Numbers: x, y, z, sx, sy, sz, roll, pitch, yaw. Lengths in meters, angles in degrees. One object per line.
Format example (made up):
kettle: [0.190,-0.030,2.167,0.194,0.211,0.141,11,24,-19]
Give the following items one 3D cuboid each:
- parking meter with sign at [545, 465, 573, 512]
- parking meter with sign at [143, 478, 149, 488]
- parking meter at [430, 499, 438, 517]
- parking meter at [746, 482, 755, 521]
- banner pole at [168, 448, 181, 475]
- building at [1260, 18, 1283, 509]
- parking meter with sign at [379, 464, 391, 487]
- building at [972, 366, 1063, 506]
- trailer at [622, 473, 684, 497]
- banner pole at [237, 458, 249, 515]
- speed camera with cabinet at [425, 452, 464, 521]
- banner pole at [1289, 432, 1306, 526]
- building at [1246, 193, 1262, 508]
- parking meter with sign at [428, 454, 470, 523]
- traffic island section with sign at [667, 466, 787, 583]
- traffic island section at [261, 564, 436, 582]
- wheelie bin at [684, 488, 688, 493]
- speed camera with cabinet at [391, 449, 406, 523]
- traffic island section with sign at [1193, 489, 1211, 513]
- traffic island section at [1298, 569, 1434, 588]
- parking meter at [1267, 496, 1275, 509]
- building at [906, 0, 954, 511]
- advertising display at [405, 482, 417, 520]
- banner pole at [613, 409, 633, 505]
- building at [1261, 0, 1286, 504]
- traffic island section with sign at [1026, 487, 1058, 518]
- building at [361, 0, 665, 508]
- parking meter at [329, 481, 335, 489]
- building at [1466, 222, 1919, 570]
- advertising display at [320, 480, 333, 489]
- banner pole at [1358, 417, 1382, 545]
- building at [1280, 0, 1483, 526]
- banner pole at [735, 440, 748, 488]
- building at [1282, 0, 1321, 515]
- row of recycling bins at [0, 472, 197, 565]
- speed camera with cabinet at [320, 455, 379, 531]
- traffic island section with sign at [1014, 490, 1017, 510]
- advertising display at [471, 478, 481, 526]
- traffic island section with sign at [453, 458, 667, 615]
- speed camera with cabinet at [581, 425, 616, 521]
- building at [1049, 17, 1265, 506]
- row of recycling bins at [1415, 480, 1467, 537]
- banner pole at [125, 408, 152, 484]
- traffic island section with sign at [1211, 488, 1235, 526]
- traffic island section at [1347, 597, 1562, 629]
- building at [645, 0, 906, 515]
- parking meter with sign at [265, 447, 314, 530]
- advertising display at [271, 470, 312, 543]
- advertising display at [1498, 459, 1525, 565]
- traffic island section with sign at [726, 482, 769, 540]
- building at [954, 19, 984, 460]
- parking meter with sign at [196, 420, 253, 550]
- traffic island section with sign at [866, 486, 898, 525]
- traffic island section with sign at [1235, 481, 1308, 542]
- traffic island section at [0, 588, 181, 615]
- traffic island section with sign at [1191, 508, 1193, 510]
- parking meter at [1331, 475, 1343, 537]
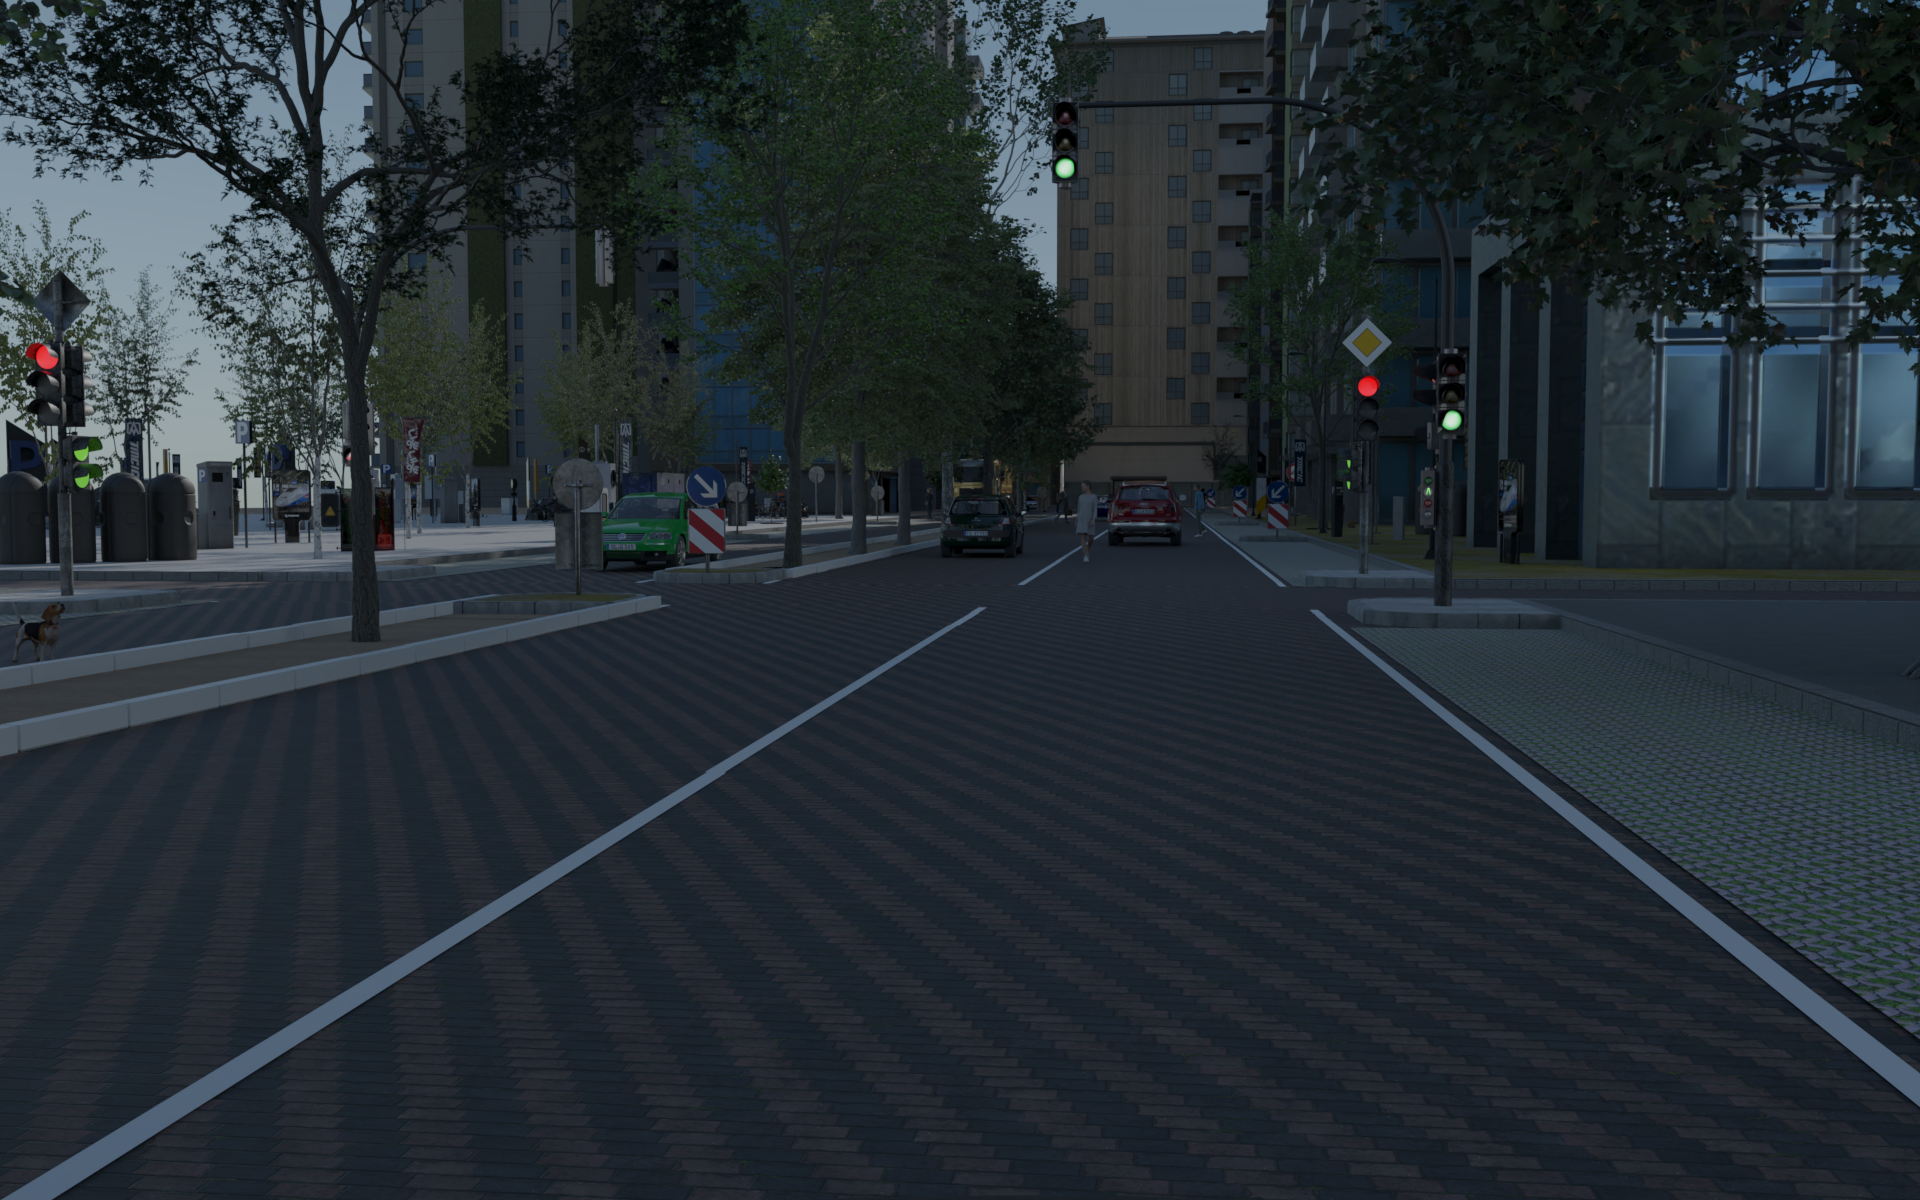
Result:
parking meter with sign: [-23.734,-6.518,102.828,1.738,3.016,0.543,2,4,26]
parking meter with sign: [-39.252,-5.343,83.612,1.738,3.016,0.543,-2,4,-23]
parking meter: [-30.122,-5.709,99.055,0.399,1.863,0.255,0,4,2]
parking meter: [-9.839,-4.629,81.388,0.399,1.863,0.255,-2,4,-28]
banner pole: [-43.095,-6.418,94.959,0.401,3.779,0.863,3,4,38]
building: [34.005,-30.750,152.872,14.600,45.320,14.200,0,4,7]
parking meter with sign: [-33.740,-6.433,101.447,0.543,3.016,1.738,-2,4,-29]
building: [-3.049,-21.972,204.273,28.899,21.520,27.650,0,4,7]
trailer: [-8.472,-2.445,47.030,1.471,1.999,3.904,0,4,7]
banner pole: [-43.961,-7.094,105.995,0.401,3.779,0.863,1,4,19]
speed camera with cabinet: [-24.605,-5.399,82.608,0.660,3.252,2.038,2,4,26]
banner pole: [13.470,-4.859,69.469,0.863,3.779,0.401,0,4,3]
building: [34.782,-24.205,167.460,14.160,30.474,14.107,0,4,7]
parking meter with sign: [-22.434,-4.883,76.094,0.543,3.016,1.738,3,5,43]
traffic island section with sign: [-4.036,-1.261,28.749,2.006,1.907,1.989,0,4,7]
traffic island section: [-10.366,-0.463,29.847,2.009,0.180,2.903,0,4,7]
wheelie bin: [-13.877,-4.796,86.329,0.980,1.594,0.693,2,4,27]
speed camera with cabinet: [-25.261,-5.077,77.348,0.660,3.252,2.038,-2,4,-34]
traffic island section with sign: [18.566,-7.358,128.936,1.989,1.847,2.006,0,4,7]
traffic island section: [6.506,-0.340,27.839,2.009,0.180,2.903,0,4,7]
parking meter: [15.156,-4.644,84.332,0.372,1.533,0.369,0,3,0]
building: [-12.605,-36.173,133.434,21.231,58.520,28.212,0,4,7]
advertising display: [-27.181,-4.914,85.555,0.123,1.923,0.974,1,4,18]
banner pole: [-9.921,-3.719,50.829,0.863,3.779,0.401,2,4,27]
building: [34.418,-29.115,130.652,22.147,44.769,28.867,0,4,7]
traffic island section with sign: [4.845,-5.824,103.363,2.006,1.907,1.989,0,4,7]
building: [-42.971,-38.552,172.330,28.212,58.520,21.231,0,4,7]
parking meter: [-28.041,-4.383,77.380,0.255,1.863,0.399,-1,4,-17]
building: [27.663,-44.267,36.429,31.000,86.520,22.319,0,4,7]
advertising display: [-30.140,-4.706,82.160,0.974,1.923,0.123,0,4,-6]
banner pole: [10.407,-3.318,44.272,0.401,3.779,0.863,-2,4,-25]
building: [27.607,-28.155,79.935,23.786,49.044,30.456,0,4,7]
banner pole: [-10.202,-5.541,80.604,0.863,3.779,0.401,-3,5,-44]
building: [27.485,-26.040,109.343,14.154,41.232,14.086,0,4,7]
row of recycling bins: [-16.247,-1.563,32.669,3.534,1.692,1.069,-3,5,-44]
speed camera with cabinet: [-21.503,-4.066,60.821,2.038,3.252,0.660,-1,4,-10]
traffic island section with sign: [5.269,-9.149,158.215,1.989,1.847,2.006,0,4,7]
advertising display: [-19.334,-3.913,69.198,0.123,1.923,0.974,-2,4,-30]
traffic island section with sign: [-4.922,-0.811,21.395,2.006,1.907,1.989,0,4,7]
speed camera with cabinet: [-10.162,-3.326,48.716,0.660,3.252,2.038,0,4,1]
building: [24.954,-37.357,200.025,27.495,52.752,28.713,0,4,7]
row of recycling bins: [15.110,-2.852,53.735,1.069,1.692,3.534,0,4,-6]
banner pole: [-23.782,-3.687,50.307,0.863,3.779,0.401,-2,4,-30]
traffic island section with sign: [12.627,-4.306,79.030,1.989,1.847,2.006,0,4,7]
traffic island section: [5.561,0.145,19.910,2.009,0.180,2.903,0,4,7]
building: [-11.382,-28.273,112.376,14.600,45.320,14.200,0,4,7]
parking meter with sign: [-23.828,-4.016,61.926,1.738,3.016,0.543,-2,4,-33]
advertising display: [-17.614,-2.474,45.659,0.974,1.923,0.123,-1,4,-9]
advertising display: [10.143,-1.633,31.908,0.123,1.923,0.974,0,4,-3]
traffic island section with sign: [-7.095,-2.808,54.543,1.989,1.847,2.006,0,4,7]
building: [-13.285,-33.533,167.871,30.456,49.044,23.786,0,4,7]
parking meter with sign: [-17.425,-2.703,40.453,0.543,3.016,1.738,2,4,32]
traffic island section with sign: [-3.895,-4.445,81.308,1.989,1.847,2.006,0,4,7]
traffic island section with sign: [9.433,-2.669,52.264,1.989,1.847,2.006,0,4,7]
traffic island section: [-11.310,0.022,21.918,2.009,0.180,2.903,0,4,7]
traffic island section with sign: [21.752,-8.995,155.703,1.989,1.847,2.006,0,4,7]
parking meter: [11.246,-2.809,51.638,0.255,1.863,0.399,0,4,-6]
